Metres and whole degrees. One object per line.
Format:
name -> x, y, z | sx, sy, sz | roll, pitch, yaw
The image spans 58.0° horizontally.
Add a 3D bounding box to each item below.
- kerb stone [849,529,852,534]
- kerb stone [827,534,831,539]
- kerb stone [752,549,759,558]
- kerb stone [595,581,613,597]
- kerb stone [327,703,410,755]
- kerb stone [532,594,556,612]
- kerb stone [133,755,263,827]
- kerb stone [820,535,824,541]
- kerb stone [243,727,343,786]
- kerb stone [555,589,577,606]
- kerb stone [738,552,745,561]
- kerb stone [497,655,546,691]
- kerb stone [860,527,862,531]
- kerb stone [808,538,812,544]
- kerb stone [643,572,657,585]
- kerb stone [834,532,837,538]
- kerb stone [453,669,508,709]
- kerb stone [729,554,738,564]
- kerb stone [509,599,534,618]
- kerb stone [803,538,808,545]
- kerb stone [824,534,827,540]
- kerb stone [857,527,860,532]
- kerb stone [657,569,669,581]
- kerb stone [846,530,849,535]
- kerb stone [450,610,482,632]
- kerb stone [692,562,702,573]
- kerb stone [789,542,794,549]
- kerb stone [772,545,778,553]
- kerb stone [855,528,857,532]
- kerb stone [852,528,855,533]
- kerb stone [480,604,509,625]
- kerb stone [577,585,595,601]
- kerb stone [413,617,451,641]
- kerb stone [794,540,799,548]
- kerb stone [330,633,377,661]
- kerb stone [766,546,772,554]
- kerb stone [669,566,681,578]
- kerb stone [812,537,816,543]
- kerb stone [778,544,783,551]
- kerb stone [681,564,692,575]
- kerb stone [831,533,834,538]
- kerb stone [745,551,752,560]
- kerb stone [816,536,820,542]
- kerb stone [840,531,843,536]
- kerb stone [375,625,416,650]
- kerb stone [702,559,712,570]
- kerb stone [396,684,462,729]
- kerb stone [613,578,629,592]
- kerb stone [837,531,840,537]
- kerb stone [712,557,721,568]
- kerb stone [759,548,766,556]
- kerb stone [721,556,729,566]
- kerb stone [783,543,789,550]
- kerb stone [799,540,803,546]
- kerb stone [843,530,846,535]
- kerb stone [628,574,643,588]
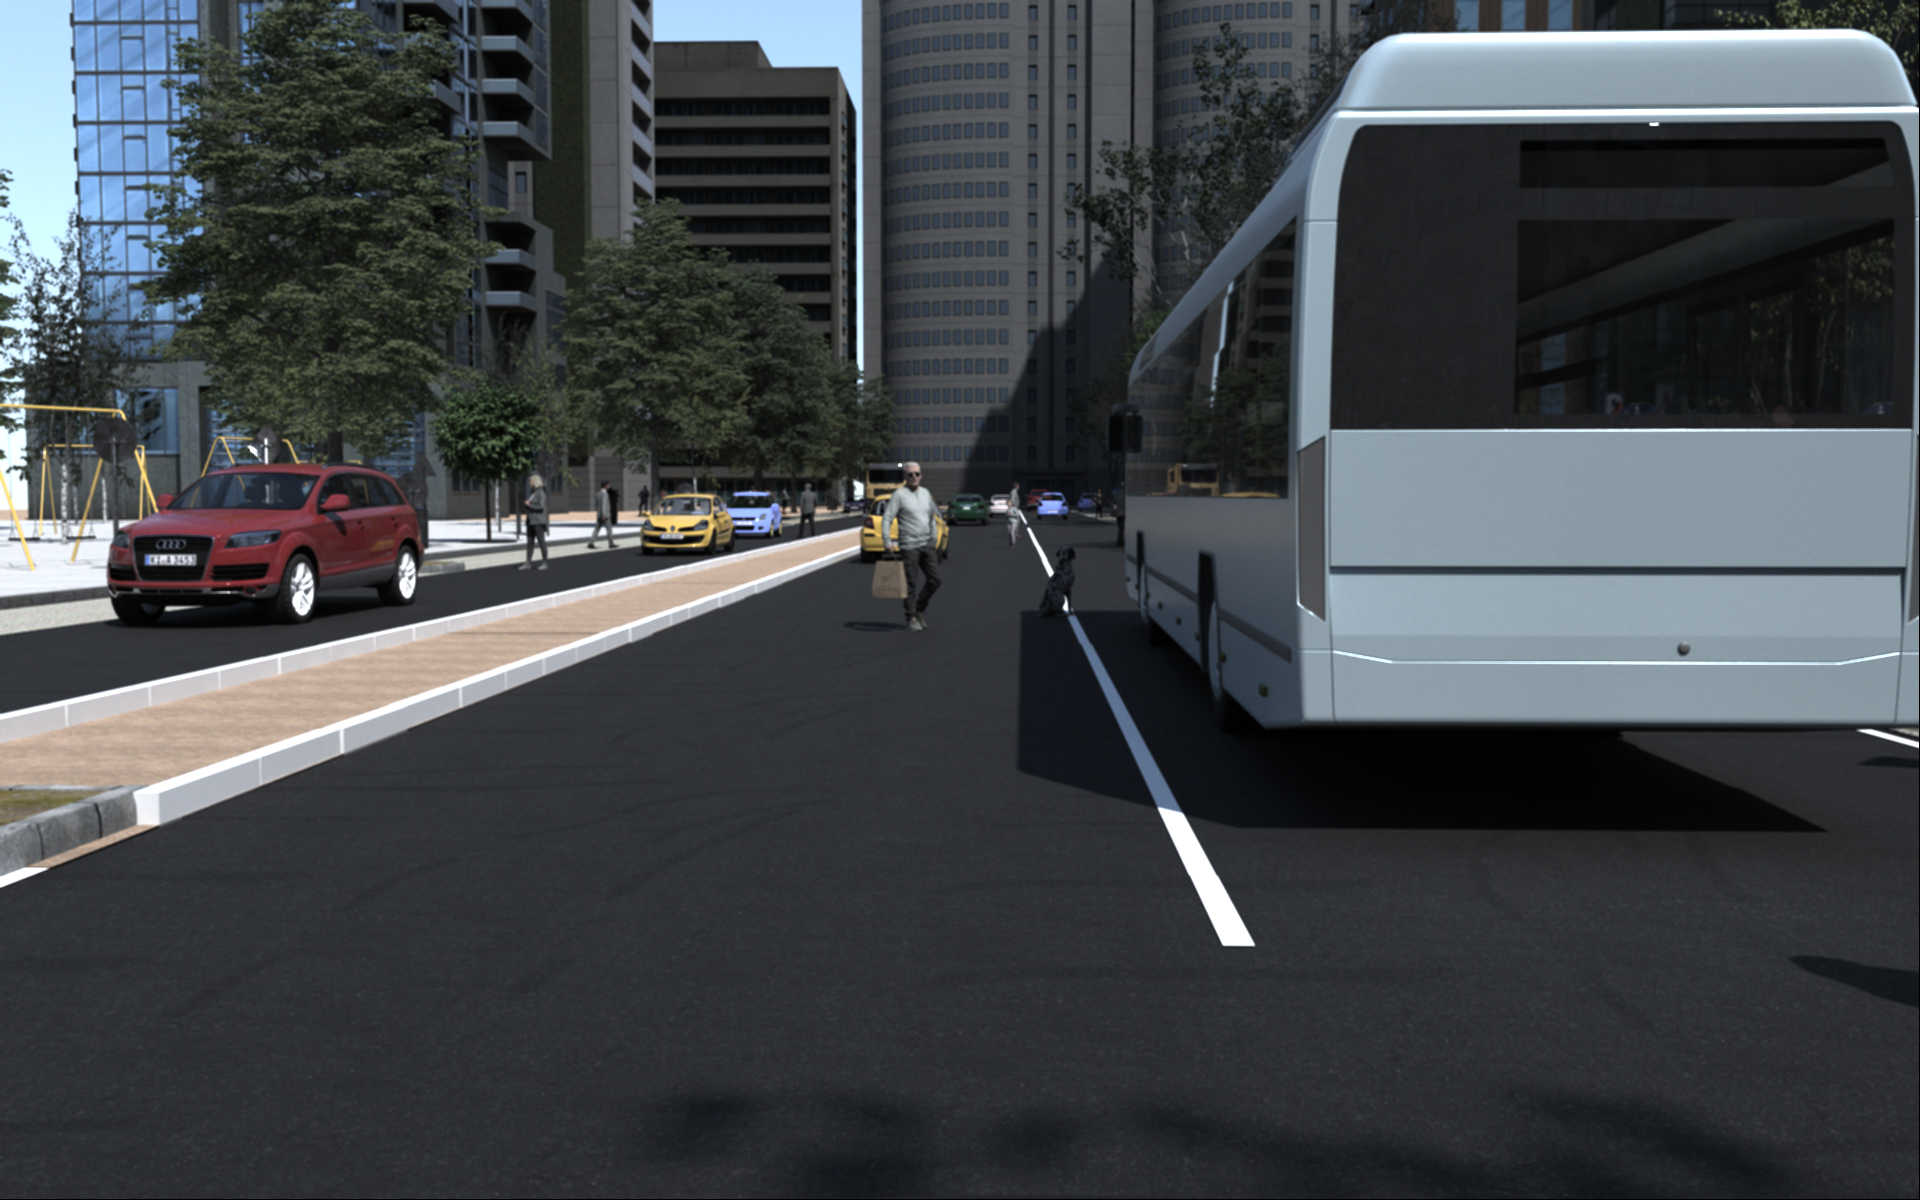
kerb stone -> -4.018, -2.390, 61.273 | 0.120, 0.150, 1.000 | 0, 4, 2
kerb stone -> -4.234, -1.951, 54.101 | 0.120, 0.150, 1.000 | 0, 4, 2
kerb stone -> -4.680, -1.011, 38.741 | 0.120, 0.150, 1.000 | 0, 4, 2
kerb stone -> -5.102, -0.136, 24.412 | 0.120, 0.150, 1.000 | 0, 4, 2
kerb stone -> -3.423, 0.747, 9.995 | 0.120, 0.150, 1.000 | 0, 4, 2
kerb stone -> -5.196, 0.054, 21.321 | 0.120, 0.150, 1.000 | 0, 4, 2
kerb stone -> -3.487, 0.872, 7.944 | 0.120, 0.150, 1.000 | 0, 4, 2
kerb stone -> -4.290, -1.826, 52.058 | 0.120, 0.150, 1.000 | 0, 4, 2
kerb stone -> -3.461, 0.810, 8.966 | 0.120, 0.150, 1.000 | 0, 4, 2
kerb stone -> -5.165, -0.008, 22.353 | 0.120, 0.150, 1.000 | 0, 4, 2
kerb stone -> -4.742, -0.886, 36.693 | 0.120, 0.150, 1.000 | 0, 4, 2
kerb stone -> -3.337, 0.558, 13.067 | 0.120, 0.150, 1.000 | 0, 4, 2
kerb stone -> -3.894, -2.641, 65.376 | 0.120, 0.150, 1.000 | 0, 4, 2
kerb stone -> -4.375, -1.637, 48.987 | 0.120, 0.150, 1.000 | 0, 4, 2
kerb stone -> -5.018, -0.322, 27.480 | 0.120, 0.150, 1.000 | 0, 4, 2
kerb stone -> -4.173, -2.068, 56.145 | 0.120, 0.150, 1.000 | 0, 4, 2
kerb stone -> -3.366, 0.621, 12.042 | 0.120, 0.150, 1.000 | 0, 4, 2
kerb stone -> -4.774, -0.824, 35.671 | 0.120, 0.150, 1.000 | 0, 4, 2
kerb stone -> -5.221, 0.116, 20.299 | 0.120, 0.150, 1.000 | 0, 4, 2
kerb stone -> -4.407, -1.575, 47.966 | 0.120, 0.150, 1.000 | 0, 4, 2
kerb stone -> -4.254, -1.882, 53.080 | 0.120, 0.150, 1.000 | 0, 4, 2
kerb stone -> -3.928, -2.578, 64.352 | 0.120, 0.150, 1.000 | 0, 4, 2
kerb stone -> -4.984, -0.380, 28.503 | 0.120, 0.150, 1.000 | 0, 4, 2
kerb stone -> -4.050, -2.328, 60.252 | 0.120, 0.150, 1.000 | 0, 4, 2
kerb stone -> -5.281, 0.241, 18.251 | 0.120, 0.150, 1.000 | 0, 4, 2
kerb stone -> -4.892, -0.567, 31.576 | 0.120, 0.150, 1.000 | 0, 4, 2
kerb stone -> -4.497, -1.388, 44.886 | 0.120, 0.150, 1.000 | 0, 4, 2
kerb stone -> -4.590, -1.200, 41.819 | 0.120, 0.150, 1.000 | 0, 4, 2
kerb stone -> -3.954, -2.515, 63.323 | 0.120, 0.150, 1.000 | 0, 4, 2
kerb stone -> -3.989, -2.451, 62.301 | 0.120, 0.150, 1.000 | 0, 4, 2
kerb stone -> -5.254, 0.179, 19.273 | 0.120, 0.150, 1.000 | 0, 4, 2
kerb stone -> -5.138, -0.071, 23.375 | 0.120, 0.150, 1.000 | 0, 4, 2
kerb stone -> -5.311, 0.304, 17.230 | 0.120, 0.150, 1.000 | 0, 4, 2
kerb stone -> -4.465, -1.445, 45.912 | 0.120, 0.150, 1.000 | 0, 4, 2
kerb stone -> -5.378, 0.429, 15.181 | 0.120, 0.150, 1.000 | 0, 4, 2
kerb stone -> -4.622, -1.137, 40.791 | 0.120, 0.150, 1.000 | 0, 4, 2
kerb stone -> -4.956, -0.442, 29.525 | 0.120, 0.150, 1.000 | 0, 4, 2
kerb stone -> -4.350, -1.701, 50.014 | 0.120, 0.150, 1.000 | 0, 4, 2
kerb stone -> -4.560, -1.263, 42.841 | 0.120, 0.150, 1.000 | 0, 4, 2
kerb stone -> -4.927, -0.511, 30.552 | 0.120, 0.150, 1.000 | 0, 4, 2
kerb stone -> -4.206, -2.014, 55.123 | 0.120, 0.150, 1.000 | 0, 4, 2
kerb stone -> -4.712, -0.944, 37.719 | 0.120, 0.150, 1.000 | 0, 4, 2
kerb stone -> -4.319, -1.764, 51.036 | 0.120, 0.150, 1.000 | 0, 4, 2
kerb stone -> -4.109, -2.202, 58.196 | 0.120, 0.150, 1.000 | 0, 4, 2
kerb stone -> -5.349, 0.366, 16.208 | 0.120, 0.150, 1.000 | 0, 4, 2
kerb stone -> -4.868, -0.632, 32.598 | 0.120, 0.150, 1.000 | 0, 4, 2
kerb stone -> -3.401, 0.684, 11.016 | 0.120, 0.150, 1.000 | 0, 4, 2
kerb stone -> -5.075, -0.198, 25.434 | 0.120, 0.150, 1.000 | 0, 4, 2
kerb stone -> -4.141, -2.136, 57.167 | 0.120, 0.150, 1.000 | 0, 4, 2
kerb stone -> -4.832, -0.699, 33.620 | 0.120, 0.150, 1.000 | 0, 4, 2
kerb stone -> -4.654, -1.075, 39.764 | 0.120, 0.150, 1.000 | 0, 4, 2
kerb stone -> -4.804, -0.761, 34.643 | 0.120, 0.150, 1.000 | 0, 4, 2
kerb stone -> -4.530, -1.325, 43.863 | 0.120, 0.150, 1.000 | 0, 4, 2
kerb stone -> -4.440, -1.513, 46.940 | 0.120, 0.150, 1.000 | 0, 4, 2
kerb stone -> -4.075, -2.265, 59.228 | 0.120, 0.150, 1.000 | 0, 4, 2
kerb stone -> -5.054, -0.261, 26.457 | 0.120, 0.150, 1.000 | 0, 4, 2
